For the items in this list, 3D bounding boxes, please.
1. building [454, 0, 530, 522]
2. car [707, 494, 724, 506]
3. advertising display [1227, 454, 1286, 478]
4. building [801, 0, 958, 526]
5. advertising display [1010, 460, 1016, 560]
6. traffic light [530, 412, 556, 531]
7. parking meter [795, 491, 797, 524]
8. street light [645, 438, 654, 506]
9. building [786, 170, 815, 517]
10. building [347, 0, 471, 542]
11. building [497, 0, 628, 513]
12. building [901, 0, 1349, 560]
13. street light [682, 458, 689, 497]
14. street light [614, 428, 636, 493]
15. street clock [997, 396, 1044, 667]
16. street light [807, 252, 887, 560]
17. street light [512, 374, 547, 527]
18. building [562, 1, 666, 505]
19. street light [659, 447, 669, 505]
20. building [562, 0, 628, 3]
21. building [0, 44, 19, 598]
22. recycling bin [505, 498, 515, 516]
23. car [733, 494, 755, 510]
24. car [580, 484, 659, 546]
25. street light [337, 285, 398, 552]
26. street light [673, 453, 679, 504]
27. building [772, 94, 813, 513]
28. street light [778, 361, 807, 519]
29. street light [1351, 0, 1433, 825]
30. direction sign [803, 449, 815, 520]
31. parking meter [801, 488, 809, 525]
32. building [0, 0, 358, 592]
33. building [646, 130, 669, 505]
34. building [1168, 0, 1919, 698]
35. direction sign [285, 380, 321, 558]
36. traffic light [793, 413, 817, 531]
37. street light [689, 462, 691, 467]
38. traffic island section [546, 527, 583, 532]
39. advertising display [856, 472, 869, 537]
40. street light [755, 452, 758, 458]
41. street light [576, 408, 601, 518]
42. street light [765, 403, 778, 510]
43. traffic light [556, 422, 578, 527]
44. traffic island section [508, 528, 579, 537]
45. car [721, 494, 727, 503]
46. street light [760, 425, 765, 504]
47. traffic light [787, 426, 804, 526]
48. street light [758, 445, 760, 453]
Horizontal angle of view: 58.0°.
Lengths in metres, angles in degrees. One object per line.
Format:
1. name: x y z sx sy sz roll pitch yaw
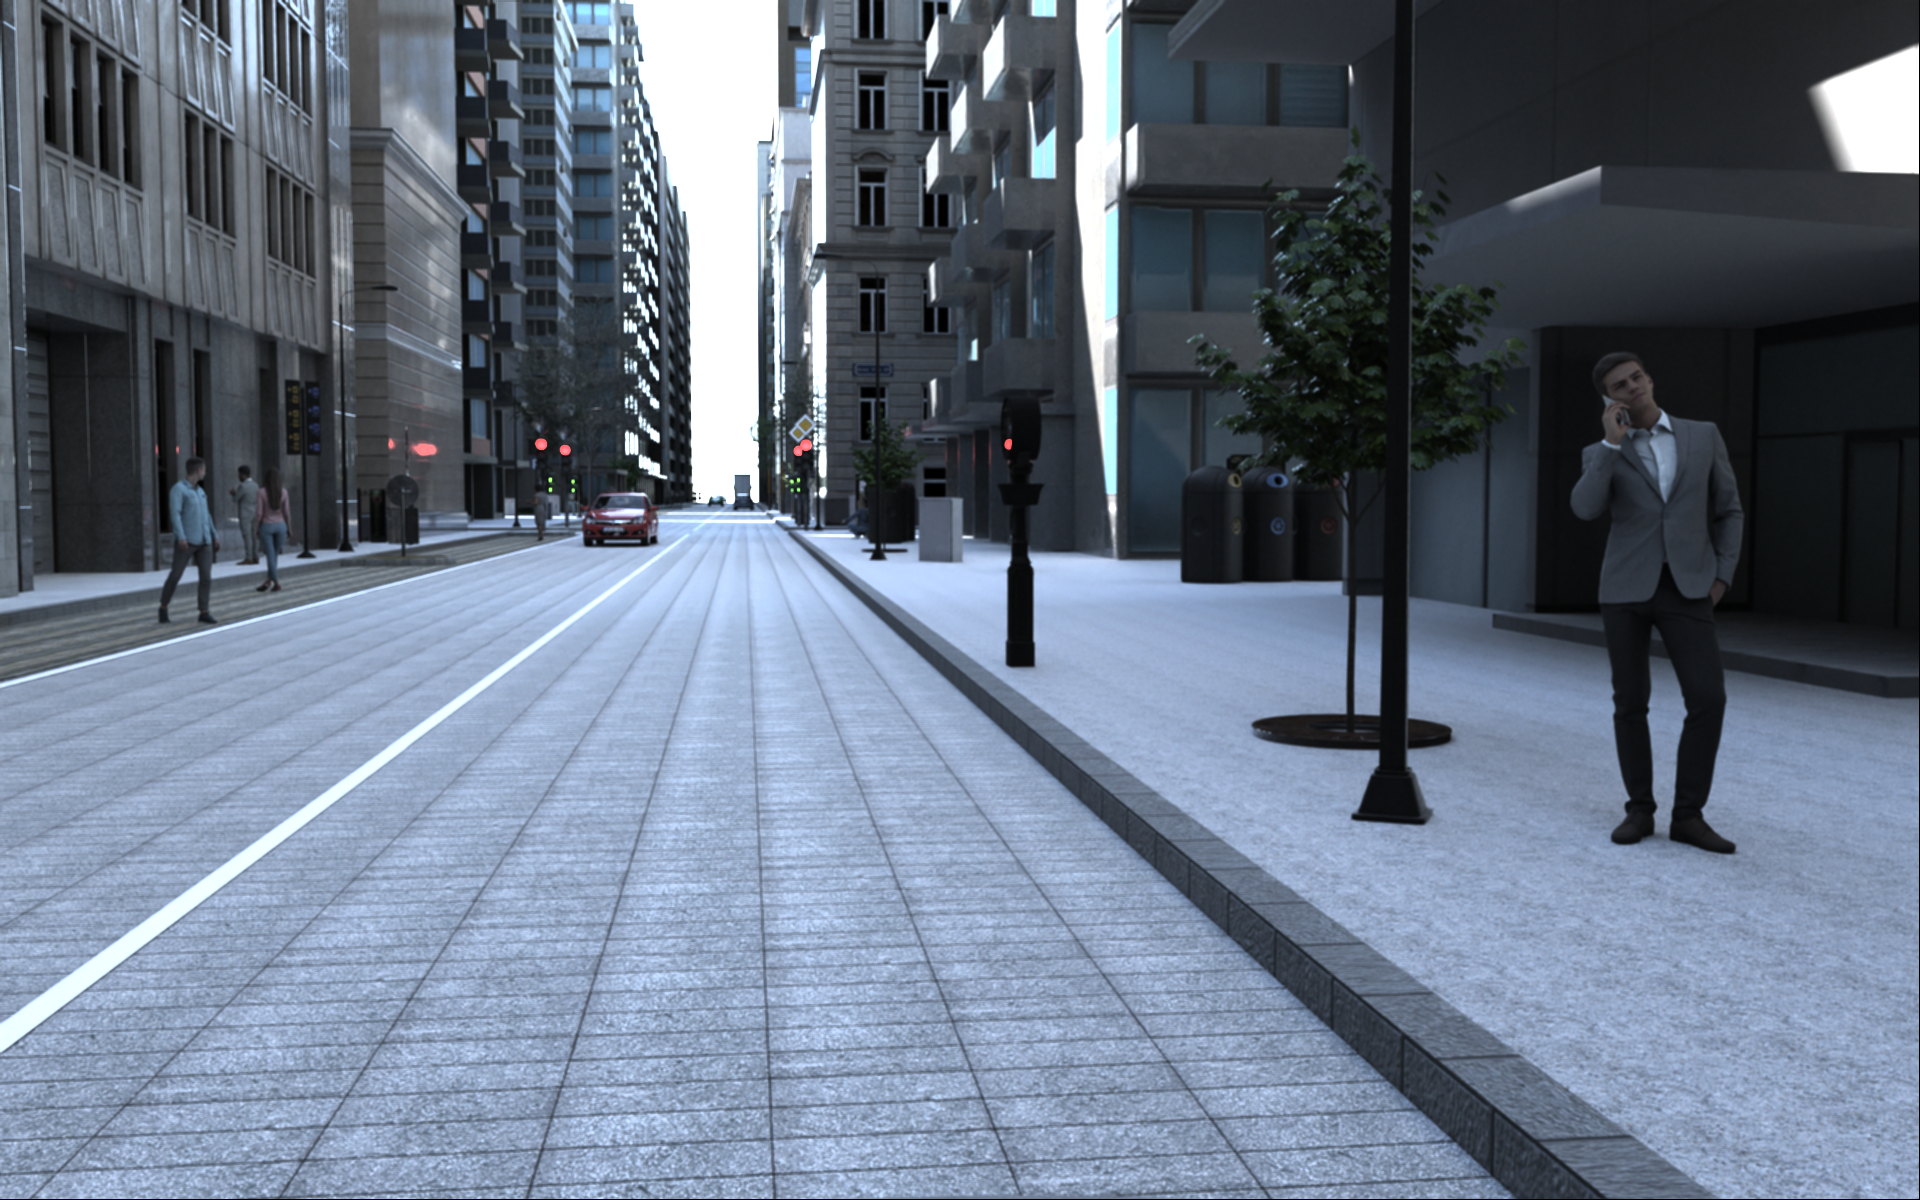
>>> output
1. building: -32.690 -26.091 81.205 22.147 44.769 28.867 0 4 -7
2. car: -28.613 -11.877 202.989 1.959 1.807 4.718 0 4 -6
3. advertising display: 4.824 -1.409 28.258 0.974 1.923 0.123 -1 4 -10
4. building: 5.946 -17.000 75.216 25.104 27.353 12.463 0 4 -7
5. advertising display: 0.910 -1.454 28.984 0.123 1.923 0.974 0 4 0
6. traffic light: -14.298 -4.312 59.417 0.839 4.253 0.868 0 4 -7
7. parking meter: -6.933 -4.054 74.697 0.372 1.533 0.369 0 3 0
8. street light: -26.332 -10.445 143.324 1.470 5.913 1.316 0 4 -7
9. building: -4.294 -16.374 103.876 11.583 22.565 21.152 0 4 -7
10. building: -25.723 -16.218 51.062 20.117 28.700 13.634 0 4 -7
11. building: -40.014 -26.204 120.310 32.217 40.220 23.993 0 4 -7
12. building: 10.961 -26.089 46.172 23.786 49.044 30.456 0 4 -7
13. street light: -36.406 -15.481 225.661 1.470 5.913 1.316 0 4 -7
14. street light: -23.602 -9.090 121.167 1.470 5.913 1.316 0 4 -7
15. street clock: 0.450 -0.508 12.873 0.358 2.002 0.471 0 4 -8
16. street light: -2.129 -3.729 33.504 1.470 5.913 1.316 0 4 -7
17. street light: -16.659 -5.781 67.061 1.470 5.913 1.316 0 4 -7
18. building: -44.035 -34.590 185.148 23.786 49.044 30.456 0 4 -7
19. street light: -29.643 -12.088 170.181 1.470 5.913 1.316 0 4 -7
20. building: -39.641 -32.732 154.779 23.786 49.044 30.456 0 4 -7
21. building: -15.975 -9.633 12.257 10.420 20.320 16.860 0 4 -7
22. recycling bin: -26.571 -5.486 102.243 0.722 1.027 0.722 -1 4 -11
23. car: -19.366 -8.753 155.110 2.014 1.417 4.499 0 4 -5
24. car: -9.553 -2.436 48.873 2.155 1.783 4.494 0 4 -5
25. street light: -13.169 -4.037 38.548 1.470 5.913 1.316 0 4 -7
26. street light: -32.910 -13.740 197.195 1.470 5.913 1.316 0 4 -7
27. building: -8.070 -21.494 128.912 11.434 29.767 29.804 0 4 -7
28. street light: -5.506 -5.381 60.513 1.470 5.913 1.316 0 4 -7
29. street light: 1.182 -2.086 6.648 1.470 5.913 1.316 0 4 -7
30. direction sign: -7.584 -5.819 87.144 0.876 3.537 0.379 2 4 30
31. parking meter: -6.446 -3.887 71.959 0.372 1.533 0.369 0 3 0
32. building: -19.418 -13.022 30.938 12.078 24.808 19.932 0 4 -7
33. building: -42.617 -34.115 207.896 14.600 45.320 14.200 0 4 -7
34. building: 17.365 -25.714 9.663 28.713 52.752 27.495 0 4 -7
35. direction sign: -13.131 -2.611 34.689 0.379 3.537 0.876 2 4 24
36. traffic light: -5.408 -4.380 60.537 0.839 4.253 0.868 0 4 -7
37. street light: -39.907 -17.125 252.536 1.470 5.913 1.316 0 4 -7
38. traffic island section: -15.327 -2.764 67.470 2.009 0.180 2.903 0 4 -7
39. advertising display: -2.733 -2.856 51.912 0.123 1.923 0.974 3 5 42
40. street light: -18.581 -11.785 165.230 1.470 5.913 1.316 0 4 -7
41. street light: -20.111 -7.423 93.900 1.470 5.913 1.316 0 4 -7
42. street light: -9.078 -7.090 88.468 1.470 5.913 1.316 0 4 -7
43. traffic light: -15.286 -4.796 67.341 0.839 4.253 0.868 0 4 -7
44. traffic island section: -14.339 -2.279 59.546 2.009 0.180 2.903 0 4 -7
45. car: -38.089 -16.144 276.320 2.083 1.381 4.827 -1 4 -9
46. street light: -12.398 -8.749 115.583 1.470 5.913 1.316 0 4 -7
47. traffic light: -6.396 -4.865 68.461 0.839 4.253 0.868 0 4 -7
48. street light: -15.734 -10.427 143.028 1.470 5.913 1.316 0 4 -7
